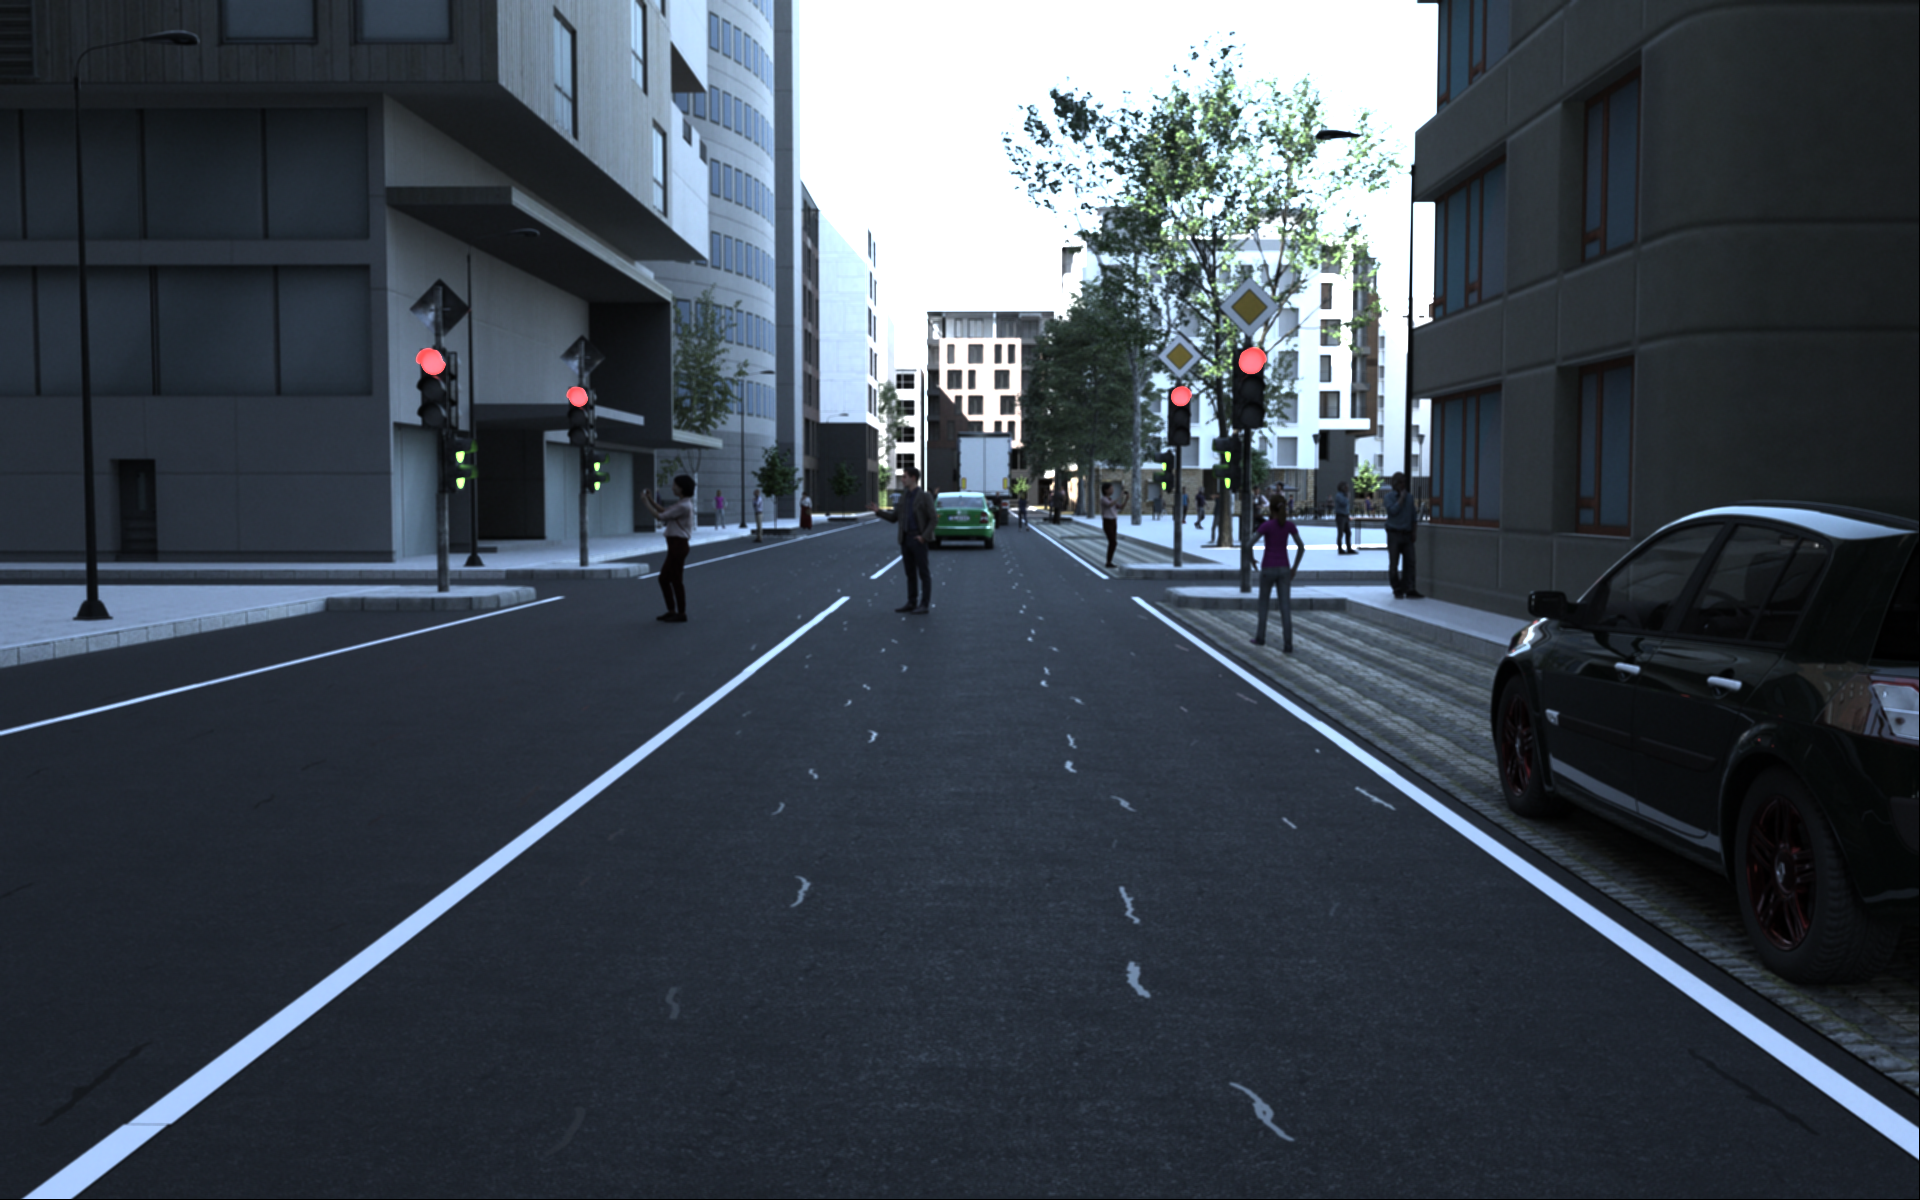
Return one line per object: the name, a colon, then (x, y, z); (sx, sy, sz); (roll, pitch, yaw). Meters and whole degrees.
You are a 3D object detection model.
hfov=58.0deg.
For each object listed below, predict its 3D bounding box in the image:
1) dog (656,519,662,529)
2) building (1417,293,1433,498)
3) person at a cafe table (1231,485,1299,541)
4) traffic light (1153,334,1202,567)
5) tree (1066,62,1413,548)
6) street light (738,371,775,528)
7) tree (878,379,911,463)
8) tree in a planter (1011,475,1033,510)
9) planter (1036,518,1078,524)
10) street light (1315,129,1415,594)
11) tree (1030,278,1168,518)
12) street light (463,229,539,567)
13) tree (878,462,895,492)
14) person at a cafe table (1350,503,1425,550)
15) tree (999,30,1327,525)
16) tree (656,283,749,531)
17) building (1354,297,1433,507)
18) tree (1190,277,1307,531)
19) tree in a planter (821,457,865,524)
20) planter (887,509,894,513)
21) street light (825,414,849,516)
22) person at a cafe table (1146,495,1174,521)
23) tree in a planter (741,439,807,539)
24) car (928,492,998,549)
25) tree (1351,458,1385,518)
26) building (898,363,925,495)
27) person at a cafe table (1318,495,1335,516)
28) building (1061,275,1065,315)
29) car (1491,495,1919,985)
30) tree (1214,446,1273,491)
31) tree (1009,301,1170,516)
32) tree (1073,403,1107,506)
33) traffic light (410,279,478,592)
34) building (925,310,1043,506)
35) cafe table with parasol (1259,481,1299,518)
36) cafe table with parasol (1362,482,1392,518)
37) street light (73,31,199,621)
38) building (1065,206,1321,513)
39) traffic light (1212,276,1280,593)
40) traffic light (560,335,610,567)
dog: (-11.273, -3.050, 64.241); (0.800, 0.831, 0.513); (3, 5, 40)
building: (64.081, -19.727, 166.508); (32.646, 21.610, 27.936); (0, 4, 1)
person at a cafe table: (8.130, -2.358, 47.070); (1.698, 1.524, 1.622); (0, 4, -7)
traffic light: (3.829, -2.542, 30.483); (0.839, 4.253, 0.868); (0, 4, 1)
tree: (6.491, -7.060, 41.185); (9.928, 11.665, 9.643); (0, 3, 0)
street light: (-7.655, -5.673, 65.299); (1.470, 5.913, 1.316); (0, 4, 1)
tree: (-7.947, -13.369, 144.332); (9.928, 11.665, 9.643); (0, 3, 0)
tree in a planter: (5.721, -9.959, 160.047); (1.991, 3.239, 1.994); (0, 4, 1)
planter: (4.620, -3.759, 82.605); (1.991, 0.319, 1.994); (0, 4, 1)
street light: (5.222, -3.038, 22.210); (1.470, 5.913, 1.316); (0, 4, 1)
tree: (7.301, -10.575, 91.036); (7.486, 12.596, 7.792); (0, 3, 0)
street light: (-8.076, -3.547, 30.528); (1.470, 5.913, 1.316); (0, 4, 1)
tree: (-7.511, -10.573, 156.580); (4.285, 4.588, 4.351); (0, 3, 0)
person at a cafe table: (9.953, -1.944, 40.301); (1.622, 1.524, 1.698); (1, 4, 9)
tree: (8.577, -13.110, 70.244); (12.611, 20.169, 13.585); (0, 3, 0)
tree: (-9.390, -6.761, 60.901); (4.737, 8.622, 4.395); (0, 3, 0)
building: (41.258, -19.352, 172.824); (11.380, 20.091, 16.016); (0, 4, 1)
tree: (9.639, -6.684, 59.643); (4.737, 8.622, 4.395); (0, 3, 0)
tree in a planter: (-5.608, -5.257, 83.166); (1.991, 3.239, 1.994); (0, 4, 1)
planter: (-4.902, -6.848, 133.109); (1.991, 0.319, 1.994); (0, 4, 1)
street light: (-7.129, -7.810, 100.239); (1.470, 5.913, 1.316); (0, 4, 1)
person at a cafe table: (9.946, -4.510, 84.596); (1.698, 1.238, 1.726); (2, 4, 27)
tree in a planter: (-6.008, -3.609, 56.225); (1.991, 3.239, 1.994); (0, 4, 1)
car: (0.049, -2.311, 46.587); (1.959, 1.807, 4.718); (0, 4, 2)
tree: (20.873, -5.802, 89.469); (1.663, 3.219, 1.824); (0, 3, 0)
building: (-19.993, -20.271, 197.884); (31.486, 18.905, 16.747); (0, 4, 1)
person at a cafe table: (21.624, -5.504, 100.853); (1.698, 1.238, 1.726); (0, 4, 4)
building: (15.696, -16.798, 131.069); (16.016, 20.091, 11.380); (0, 4, 1)
car: (3.279, 0.205, 6.427); (2.009, 1.686, 4.222); (0, 4, 1)
tree: (16.645, -7.217, 101.712); (4.285, 4.588, 4.351); (0, 3, 0)
tree: (7.162, -11.306, 101.867); (9.611, 12.733, 9.660); (0, 3, 0)
tree: (8.024, -9.850, 111.407); (4.360, 8.622, 3.978); (0, 3, 0)
traffic light: (-6.766, -2.062, 22.632); (0.839, 4.253, 0.868); (0, 4, 1)
building: (12.612, -21.962, 203.059); (32.646, 21.610, 27.936); (0, 4, 1)
cafe table with parasol: (17.095, -5.384, 92.892); (2.610, 1.966, 2.610); (-2, 4, -30)
cafe table with parasol: (22.848, -5.476, 94.396); (2.610, 1.966, 2.610); (-2, 4, -35)
street light: (-8.341, -2.753, 17.550); (1.470, 5.913, 1.316); (0, 4, 1)
building: (15.718, -16.084, 119.395); (16.016, 20.091, 11.380); (0, 4, 1)
traffic light: (3.715, -2.054, 22.498); (0.839, 4.253, 0.868); (0, 4, 1)
traffic light: (-6.651, -2.550, 30.617); (0.839, 4.253, 0.868); (0, 4, 1)
